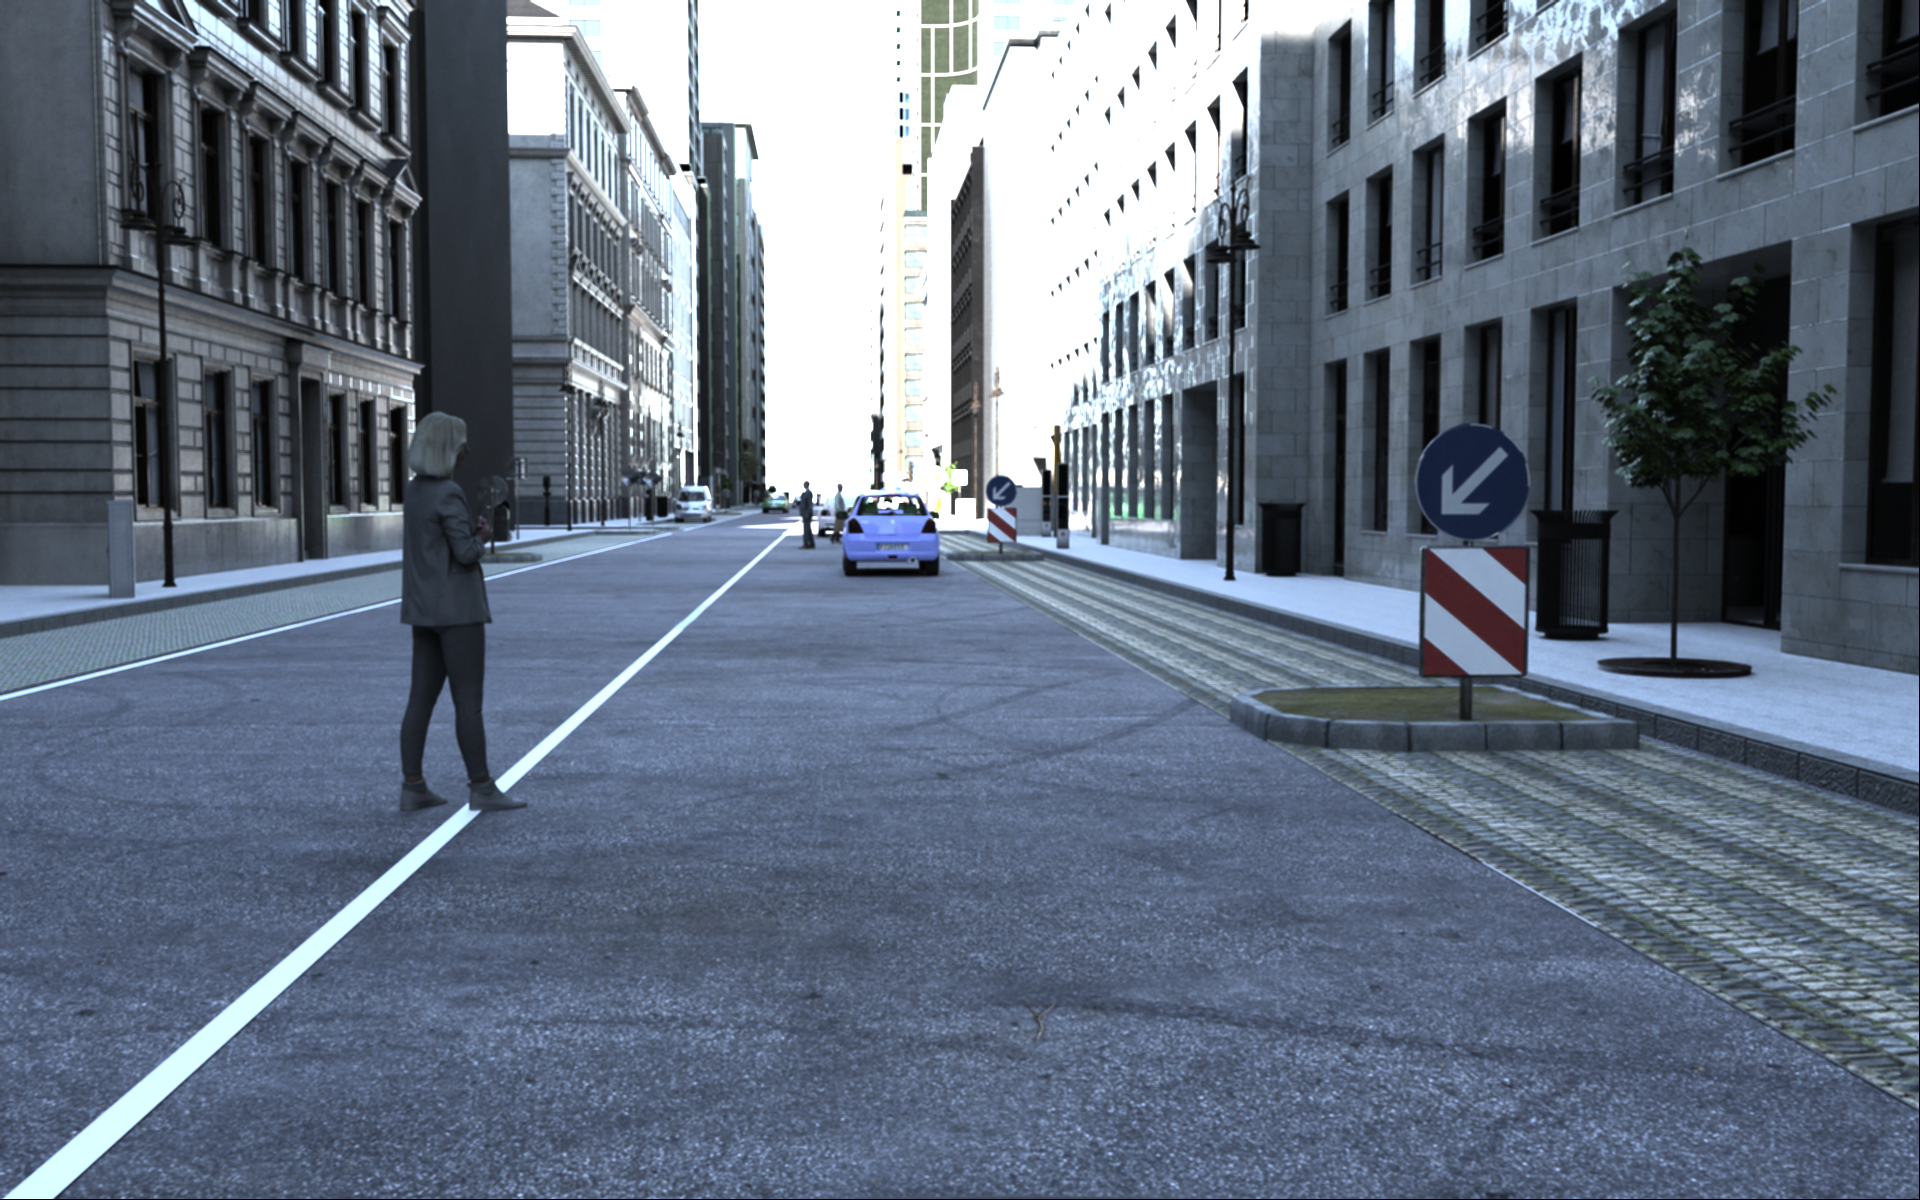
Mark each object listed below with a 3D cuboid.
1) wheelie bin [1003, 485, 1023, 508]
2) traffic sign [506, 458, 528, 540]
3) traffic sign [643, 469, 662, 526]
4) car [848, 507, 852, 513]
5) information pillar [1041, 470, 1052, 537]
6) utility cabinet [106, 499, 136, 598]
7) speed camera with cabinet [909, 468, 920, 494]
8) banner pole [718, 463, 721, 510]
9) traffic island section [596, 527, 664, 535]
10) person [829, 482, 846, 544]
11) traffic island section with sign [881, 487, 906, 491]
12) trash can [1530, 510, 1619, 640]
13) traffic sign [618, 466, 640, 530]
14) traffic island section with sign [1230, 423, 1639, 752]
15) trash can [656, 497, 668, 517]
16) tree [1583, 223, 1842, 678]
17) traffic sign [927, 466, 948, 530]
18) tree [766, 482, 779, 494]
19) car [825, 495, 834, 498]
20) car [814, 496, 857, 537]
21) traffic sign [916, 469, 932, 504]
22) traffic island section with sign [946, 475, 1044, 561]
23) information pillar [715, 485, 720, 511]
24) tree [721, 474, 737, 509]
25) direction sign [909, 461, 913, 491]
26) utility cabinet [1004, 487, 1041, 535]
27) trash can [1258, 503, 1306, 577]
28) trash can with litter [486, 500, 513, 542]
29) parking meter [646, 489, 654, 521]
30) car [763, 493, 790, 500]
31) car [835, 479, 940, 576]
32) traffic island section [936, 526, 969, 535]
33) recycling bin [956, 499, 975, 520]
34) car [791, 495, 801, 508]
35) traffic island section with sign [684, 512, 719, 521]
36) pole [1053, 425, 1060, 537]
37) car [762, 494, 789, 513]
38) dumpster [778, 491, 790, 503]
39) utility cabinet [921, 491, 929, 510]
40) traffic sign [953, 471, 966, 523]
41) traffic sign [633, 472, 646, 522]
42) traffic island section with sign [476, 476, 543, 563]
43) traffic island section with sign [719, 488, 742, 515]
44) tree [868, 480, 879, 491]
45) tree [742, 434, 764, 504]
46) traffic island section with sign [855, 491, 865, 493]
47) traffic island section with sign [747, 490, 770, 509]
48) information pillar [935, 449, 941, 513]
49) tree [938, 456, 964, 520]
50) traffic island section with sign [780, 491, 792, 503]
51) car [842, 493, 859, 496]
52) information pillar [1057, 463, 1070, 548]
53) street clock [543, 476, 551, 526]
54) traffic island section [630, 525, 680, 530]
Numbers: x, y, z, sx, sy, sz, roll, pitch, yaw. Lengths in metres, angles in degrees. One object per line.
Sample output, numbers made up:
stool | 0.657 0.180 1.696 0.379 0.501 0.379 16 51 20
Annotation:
wheelie bin | 1.884 -3.142 59.273 0.980 1.594 0.693 -1 4 -21
traffic sign | -12.450 -2.849 48.714 0.606 2.300 0.079 0 4 -2
traffic sign | -12.318 -4.022 69.402 0.795 2.450 0.064 0 4 -4
car | -1.762 -1.981 41.983 1.945 1.707 3.694 0 4 -3
information pillar | 2.594 -2.905 51.995 0.304 2.012 0.304 0 4 -1
utility cabinet | -10.535 -0.647 21.743 0.306 1.237 1.020 -2 4 -25
speed camera with cabinet | -3.543 -8.573 134.506 0.660 3.252 2.038 1 4 9
banner pole | -19.373 -9.149 139.606 0.401 3.779 0.863 1 4 12
traffic island section | -11.749 -2.399 61.499 2.009 0.180 2.903 0 4 -4
person | -3.506 -2.489 49.679 0.515 1.767 0.782 0 4 -4
traffic island section with sign | -3.342 -5.114 92.249 1.989 1.847 2.006 0 4 -4
trash can | 5.439 -0.228 15.375 0.748 1.137 0.748 0 3 0
traffic sign | -11.727 -3.535 61.439 0.795 2.450 0.064 0 4 -4
traffic island section with sign | 2.724 -0.116 10.521 1.989 1.847 2.006 0 4 -4
trash can | -16.527 -5.167 96.139 0.748 1.137 0.748 0 3 0
tree | 5.060 -1.088 12.388 1.663 3.219 1.824 0 3 0
traffic sign | -0.811 -3.583 62.227 0.795 2.450 0.064 0 4 -4
tree | -29.506 -17.099 274.176 1.663 3.219 1.824 0 3 0
car | -16.004 -12.545 217.467 2.083 1.381 4.827 0 4 -6
car | -3.992 -2.900 59.771 2.083 1.381 4.827 0 4 -5
traffic sign | -1.403 -4.070 70.190 0.795 2.450 0.064 0 4 -4
traffic island section with sign | 0.719 -1.775 37.645 1.989 1.847 2.006 0 4 -4
information pillar | -18.791 -7.927 134.101 0.304 2.012 0.304 -1 4 -20
tree | -20.724 -9.663 152.584 1.663 3.219 1.824 0 3 0
direction sign | -3.420 -7.864 120.568 0.379 3.537 0.876 -1 4 -21
utility cabinet | 1.951 -2.717 53.105 1.173 1.500 0.318 1 4 13
trash can | 5.035 -0.947 27.131 0.748 1.137 0.748 0 3 0
trash can with litter | -12.423 -2.162 46.728 0.624 1.170 1.055 0 4 -5
parking meter | -14.974 -4.601 83.631 0.372 1.533 0.369 0 3 0
car | -14.340 -7.717 135.210 2.155 1.783 4.494 0 4 -6
car | -1.306 -1.353 31.712 1.945 1.707 3.694 0 4 -5
traffic island section | -0.788 -2.448 62.306 2.009 0.180 2.903 0 4 -4
recycling bin | 0.276 -4.436 85.085 0.722 1.027 0.722 -2 4 -25
car | -16.864 -10.497 183.981 2.083 1.381 4.827 0 4 -4
traffic island section with sign | -14.035 -5.115 92.263 1.989 1.847 2.006 0 4 -4
pole | 2.862 -3.505 51.157 0.158 3.312 0.155 0 3 0
car | -13.885 -7.442 130.470 1.959 1.807 4.718 0 4 -2
dumpster | -26.162 -15.235 257.302 1.865 1.857 1.264 0 4 -3
utility cabinet | -2.336 -6.491 114.800 0.318 1.500 1.173 1 4 13
traffic sign | -0.013 -4.486 75.471 0.606 2.300 0.079 0 4 0
traffic sign | -14.730 -4.738 79.602 0.606 2.300 0.079 0 4 4
traffic island section with sign | -9.893 -1.704 36.495 1.989 1.847 2.006 0 4 -4
traffic island section with sign | -16.054 -6.759 119.143 1.989 1.847 2.006 0 4 -4
tree | -12.348 -15.382 246.099 1.663 3.219 1.824 0 3 0
tree | -25.908 -16.080 213.268 4.360 8.622 3.978 0 3 0
traffic island section with sign | -11.125 -11.516 196.908 1.989 1.847 2.006 0 4 -4
traffic island section with sign | -19.704 -9.768 168.339 1.989 1.847 2.006 0 4 -4
information pillar | -1.139 -6.038 90.075 0.183 3.616 0.504 2 4 27
tree | -0.489 -5.667 87.262 1.663 3.219 1.824 0 3 0
traffic island section with sign | -27.882 -16.503 278.449 1.989 1.847 2.006 0 4 -4
car | -4.708 -4.142 76.517 1.959 1.807 4.718 0 4 -5
information pillar | 2.436 -2.230 40.950 0.304 2.012 0.304 0 4 3
street clock | -16.631 -3.987 69.750 0.358 2.002 0.471 0 4 -5
traffic island section | -12.341 -2.886 69.462 2.009 0.180 2.903 0 4 -4
